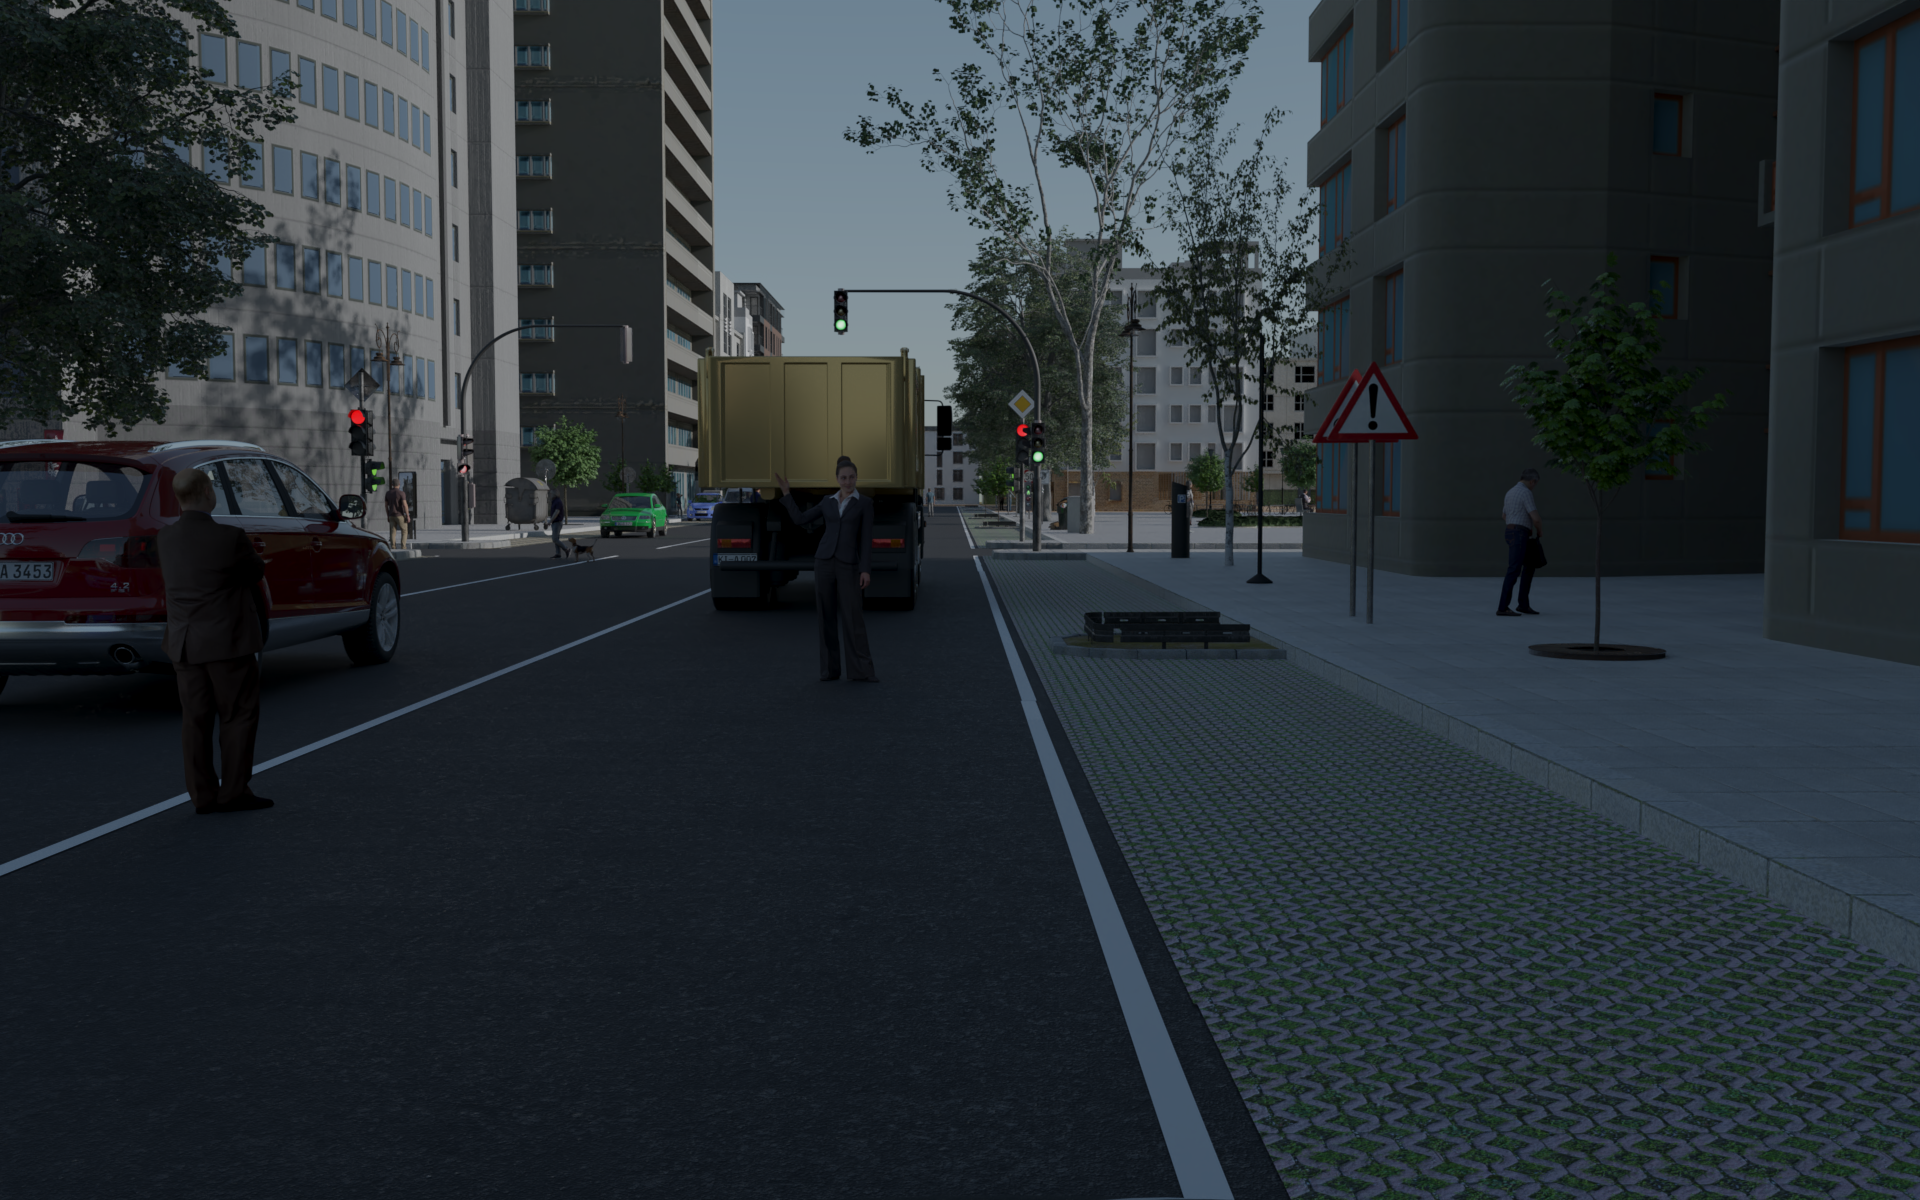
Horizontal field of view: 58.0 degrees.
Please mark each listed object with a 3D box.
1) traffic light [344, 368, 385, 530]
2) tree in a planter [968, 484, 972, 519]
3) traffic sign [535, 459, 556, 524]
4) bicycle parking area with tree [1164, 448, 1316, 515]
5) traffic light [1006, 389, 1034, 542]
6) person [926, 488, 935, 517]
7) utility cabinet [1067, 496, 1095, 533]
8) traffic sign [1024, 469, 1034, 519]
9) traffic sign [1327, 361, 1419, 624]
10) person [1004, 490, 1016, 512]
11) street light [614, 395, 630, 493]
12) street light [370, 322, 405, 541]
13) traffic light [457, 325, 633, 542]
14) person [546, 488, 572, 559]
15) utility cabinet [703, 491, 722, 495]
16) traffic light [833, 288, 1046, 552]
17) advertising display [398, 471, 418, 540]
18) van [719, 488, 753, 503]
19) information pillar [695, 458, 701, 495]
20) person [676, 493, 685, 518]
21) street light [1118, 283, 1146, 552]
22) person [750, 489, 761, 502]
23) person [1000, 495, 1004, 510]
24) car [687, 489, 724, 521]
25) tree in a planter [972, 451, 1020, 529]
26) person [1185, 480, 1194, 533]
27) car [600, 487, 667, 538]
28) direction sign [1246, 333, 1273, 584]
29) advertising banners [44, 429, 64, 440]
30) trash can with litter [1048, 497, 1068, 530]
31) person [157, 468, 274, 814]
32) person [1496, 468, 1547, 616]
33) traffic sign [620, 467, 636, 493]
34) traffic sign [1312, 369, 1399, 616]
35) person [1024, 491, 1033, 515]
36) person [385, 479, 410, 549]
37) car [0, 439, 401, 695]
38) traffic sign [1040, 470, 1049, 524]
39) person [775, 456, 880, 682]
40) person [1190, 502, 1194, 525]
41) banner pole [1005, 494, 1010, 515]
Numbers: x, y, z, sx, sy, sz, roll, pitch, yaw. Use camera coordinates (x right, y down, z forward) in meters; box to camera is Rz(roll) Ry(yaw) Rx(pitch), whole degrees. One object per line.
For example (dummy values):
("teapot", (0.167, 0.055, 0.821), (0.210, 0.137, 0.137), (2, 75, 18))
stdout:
("traffic light", (-13.269, -3.035, 38.539), (0.839, 4.253, 0.868), (0, 4, 0))
("tree in a planter", (1.467, -6.178, 98.229), (1.991, 3.239, 1.994), (0, 4, 0))
("traffic sign", (-15.088, -3.851, 63.065), (0.768, 2.556, 0.104), (0, 4, 4))
("bicycle parking area with tree", (17.864, -7.451, 108.818), (9.016, 4.147, 8.231), (-3, 4, -36))
("traffic light", (1.659, -3.528, 46.602), (0.839, 4.253, 0.868), (0, 4, 0))
("person", (-1.891, -6.185, 109.748), (0.598, 1.807, 0.434), (-1, 4, -12))
("utility cabinet", (3.988, -2.821, 57.290), (0.306, 1.237, 1.020), (-3, 5, -39))
("traffic sign", (3.519, -5.377, 88.018), (0.768, 2.556, 0.104), (0, 4, 1))
("traffic sign", (4.056, -1.044, 17.074), (0.884, 2.594, 0.081), (0, 4, 4))
("person", (3.595, -7.328, 125.931), (0.705, 1.814, 1.350), (-3, 4, -37))
("street light", (-15.523, -6.541, 79.729), (0.468, 5.910, 1.993), (0, 4, 0))
("street light", (-15.406, -4.525, 46.776), (0.468, 5.910, 1.993), (0, 4, 0))
("traffic light", (-11.211, -4.398, 46.567), (4.771, 5.953, 1.251), (0, 4, 0))
("person", (-8.824, -1.674, 38.080), (0.471, 1.553, 0.569), (1, 4, 17))
("utility cabinet", (-15.838, -6.254, 110.927), (1.173, 1.500, 0.318), (1, 4, 12))
("traffic light", (-0.399, -3.902, 38.467), (4.771, 5.953, 1.251), (0, 4, 0))
("advertising display", (-15.677, -2.689, 49.181), (0.123, 1.923, 0.974), (-3, 5, -42))
("van", (-10.624, -4.714, 84.089), (2.013, 2.044, 4.112), (0, 4, 0))
("information pillar", (-16.073, -7.027, 106.247), (0.183, 3.616, 0.504), (-3, 5, -41))
("person", (-15.163, -5.129, 93.818), (0.340, 1.345, 0.435), (2, 4, 24))
("street light", (3.755, -3.990, 38.022), (0.468, 5.910, 1.993), (0, 4, 0))
("person", (-6.432, -2.817, 55.267), (0.576, 1.737, 0.504), (2, 4, 26))
("person", (3.327, -7.891, 135.782), (1.217, 1.735, 0.721), (3, 5, 41))
("car", (-13.378, -5.024, 91.733), (1.945, 1.707, 3.694), (0, 4, 2))
("tree in a planter", (1.594, -4.530, 71.285), (1.991, 3.239, 1.994), (0, 4, 0))
("person", (7.601, -3.131, 57.955), (0.376, 1.734, 0.841), (-1, 4, -9))
("car", (-10.939, -3.019, 58.162), (1.959, 1.807, 4.718), (0, 4, -2))
("direction sign", (4.313, -2.008, 24.826), (0.379, 3.537, 0.876), (1, 4, 12))
("advertising banners", (-25.191, -3.088, 46.678), (2.074, 3.025, 0.090), (0, 4, -7))
("trash can with litter", (3.554, -3.087, 61.853), (0.624, 1.170, 1.055), (-3, 4, -38))
("person", (-3.394, 0.179, 7.850), (0.482, 1.546, 0.388), (1, 4, 16))
("person", (5.932, -0.616, 18.334), (0.590, 1.554, 0.614), (0, 4, -7))
("traffic sign", (-15.556, -4.953, 81.086), (0.768, 2.556, 0.104), (0, 4, 4))
("traffic sign", (4.119, -1.107, 18.100), (0.884, 2.594, 0.081), (0, 4, 7))
("person", (4.155, -6.148, 107.282), (0.841, 1.734, 0.376), (1, 4, 22))
("person", (-13.653, -2.047, 42.101), (0.598, 1.807, 0.434), (1, 4, 22))
("car", (-5.824, -0.266, 13.025), (2.281, 1.827, 5.304), (0, 4, -1))
("traffic sign", (3.487, -4.358, 73.378), (0.606, 2.300, 0.079), (0, 4, 7))
("person", (-1.017, -0.239, 13.207), (0.742, 1.727, 0.445), (-1, 4, -17))
("person", (9.407, -3.819, 71.181), (0.600, 1.496, 0.574), (-3, 5, -44))
("banner pole", (3.056, -7.155, 106.999), (0.401, 3.779, 0.863), (1, 4, 19))
